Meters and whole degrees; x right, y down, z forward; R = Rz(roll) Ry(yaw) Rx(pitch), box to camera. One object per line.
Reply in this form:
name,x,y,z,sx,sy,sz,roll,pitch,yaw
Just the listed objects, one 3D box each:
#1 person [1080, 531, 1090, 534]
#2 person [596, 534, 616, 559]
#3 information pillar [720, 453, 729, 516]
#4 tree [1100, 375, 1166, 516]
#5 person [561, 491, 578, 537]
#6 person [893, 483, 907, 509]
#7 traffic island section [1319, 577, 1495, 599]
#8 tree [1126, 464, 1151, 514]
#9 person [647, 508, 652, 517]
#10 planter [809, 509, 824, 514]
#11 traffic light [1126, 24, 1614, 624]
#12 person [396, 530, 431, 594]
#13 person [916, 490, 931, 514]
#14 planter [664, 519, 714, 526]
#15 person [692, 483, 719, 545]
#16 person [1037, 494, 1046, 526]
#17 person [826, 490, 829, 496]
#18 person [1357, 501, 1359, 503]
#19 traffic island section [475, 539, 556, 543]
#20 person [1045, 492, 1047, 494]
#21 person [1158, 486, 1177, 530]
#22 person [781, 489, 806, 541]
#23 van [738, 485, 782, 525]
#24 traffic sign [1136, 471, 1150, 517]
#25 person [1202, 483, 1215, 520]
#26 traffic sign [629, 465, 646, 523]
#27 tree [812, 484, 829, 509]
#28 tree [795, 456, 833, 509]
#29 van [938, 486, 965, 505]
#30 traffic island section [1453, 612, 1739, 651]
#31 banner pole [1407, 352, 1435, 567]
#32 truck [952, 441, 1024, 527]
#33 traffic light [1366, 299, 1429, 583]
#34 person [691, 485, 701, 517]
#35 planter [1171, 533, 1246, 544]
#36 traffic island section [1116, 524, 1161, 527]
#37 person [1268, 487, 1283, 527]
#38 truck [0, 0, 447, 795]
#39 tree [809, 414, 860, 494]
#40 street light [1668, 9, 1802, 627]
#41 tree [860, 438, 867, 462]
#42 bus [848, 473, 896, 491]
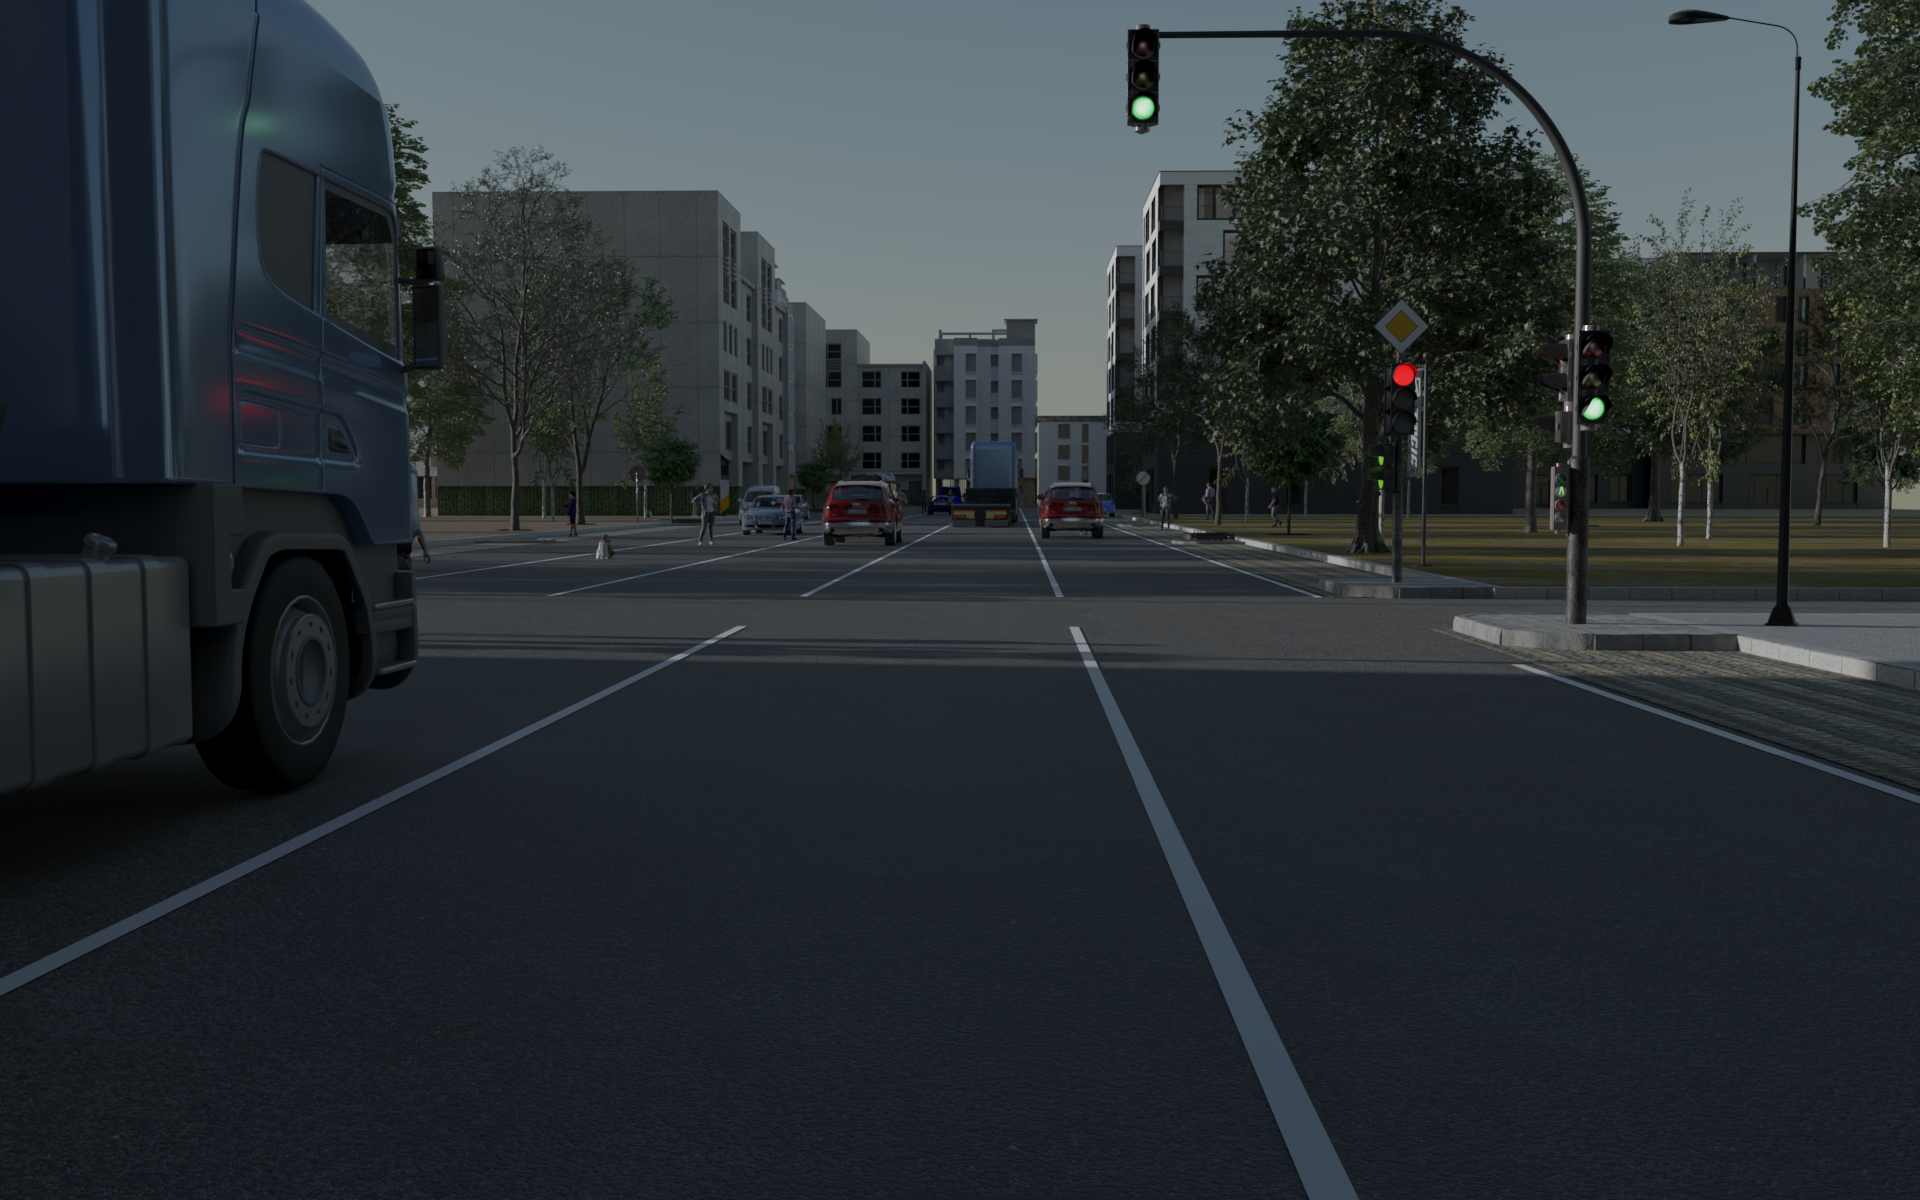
person,4.381,-2.997,61.405,0.435,1.345,0.340,-2,4,-23
person,-7.816,-1.174,38.171,0.381,0.543,0.357,1,4,16
information pillar,-13.529,-6.613,99.476,0.504,3.616,0.183,-1,4,-17
tree,10.645,-9.249,101.585,4.360,8.622,3.978,0,3,0
person,-13.019,-2.863,57.682,0.546,1.535,0.453,-1,4,-9
person,-2.229,-3.089,59.152,0.875,1.805,0.789,1,4,21
traffic island section,6.370,-0.177,25.180,2.009,0.180,2.903,0,4,2
tree,11.371,-7.106,110.780,1.663,3.219,1.824,0,3,0
person,-16.969,-4.765,94.423,0.357,0.543,0.381,0,4,-3
planter,-10.653,-6.509,127.557,1.991,0.319,1.994,0,4,2
traffic light,3.990,-2.590,17.009,4.771,5.953,1.251,0,4,2
person,-5.709,-0.428,17.709,0.569,1.553,0.471,-1,4,-18
person,-2.568,-6.964,123.043,1.217,1.739,0.721,-2,4,-24
planter,-12.184,-3.491,78.211,1.991,0.319,1.994,0,4,2
person,-7.162,-2.443,49.163,0.841,1.734,0.376,-2,4,-31
person,3.107,-3.184,63.791,0.421,1.427,0.697,-1,4,-14
person,-13.775,-10.568,181.224,1.348,1.831,0.705,2,4,31
person,14.145,-3.092,59.786,0.799,1.438,0.628,0,4,-1
traffic island section,-13.016,-1.725,51.075,1.991,0.108,1.994,0,4,2
person,3.984,-4.276,80.629,0.499,1.552,0.429,1,4,23
person,8.117,-3.609,68.235,0.841,1.734,0.376,3,4,36
person,-5.211,-2.629,53.439,0.963,1.587,0.435,2,4,26
van,-9.349,-4.563,81.621,2.013,2.044,4.112,0,4,2
traffic sign,10.271,-5.939,97.208,0.768,2.556,0.104,0,4,7
person,12.072,-4.796,84.328,0.709,1.838,0.599,-3,4,-36
traffic sign,-14.233,-4.668,76.421,0.768,2.556,0.104,1,4,10
tree,-12.630,-9.670,152.708,1.663,3.219,1.824,0,3,0
tree,-12.419,-10.012,147.403,4.285,4.588,4.351,0,3,0
van,-0.715,-8.215,138.699,2.240,2.365,5.245,0,4,1
traffic island section,6.124,0.311,17.199,2.009,0.180,2.903,0,4,2
banner pole,8.180,-2.500,30.898,0.401,3.779,0.863,-1,4,-14
truck,1.388,-5.688,82.751,2.967,4.110,18.799,0,4,3
traffic light,6.330,-2.211,25.068,0.839,4.253,0.868,0,4,2
person,-14.645,-5.501,96.115,0.598,1.807,0.434,-3,4,-36
planter,7.138,-1.767,50.033,1.991,0.319,1.994,0,4,2
traffic island section,7.965,-3.309,76.970,1.991,0.108,1.994,0,4,2
person,12.242,-3.602,67.149,0.569,1.553,0.471,-3,5,-42
truck,-4.786,-0.706,1.300,2.967,4.110,18.799,0,4,4
tree,-12.034,-12.813,159.856,4.737,8.622,4.395,0,3,0
street light,7.493,-2.705,16.775,1.470,5.913,1.316,0,4,2
tree,-11.498,-13.516,171.354,4.737,8.622,4.395,0,3,0
bus,-7.217,-9.146,144.390,2.948,3.499,13.247,0,4,3
